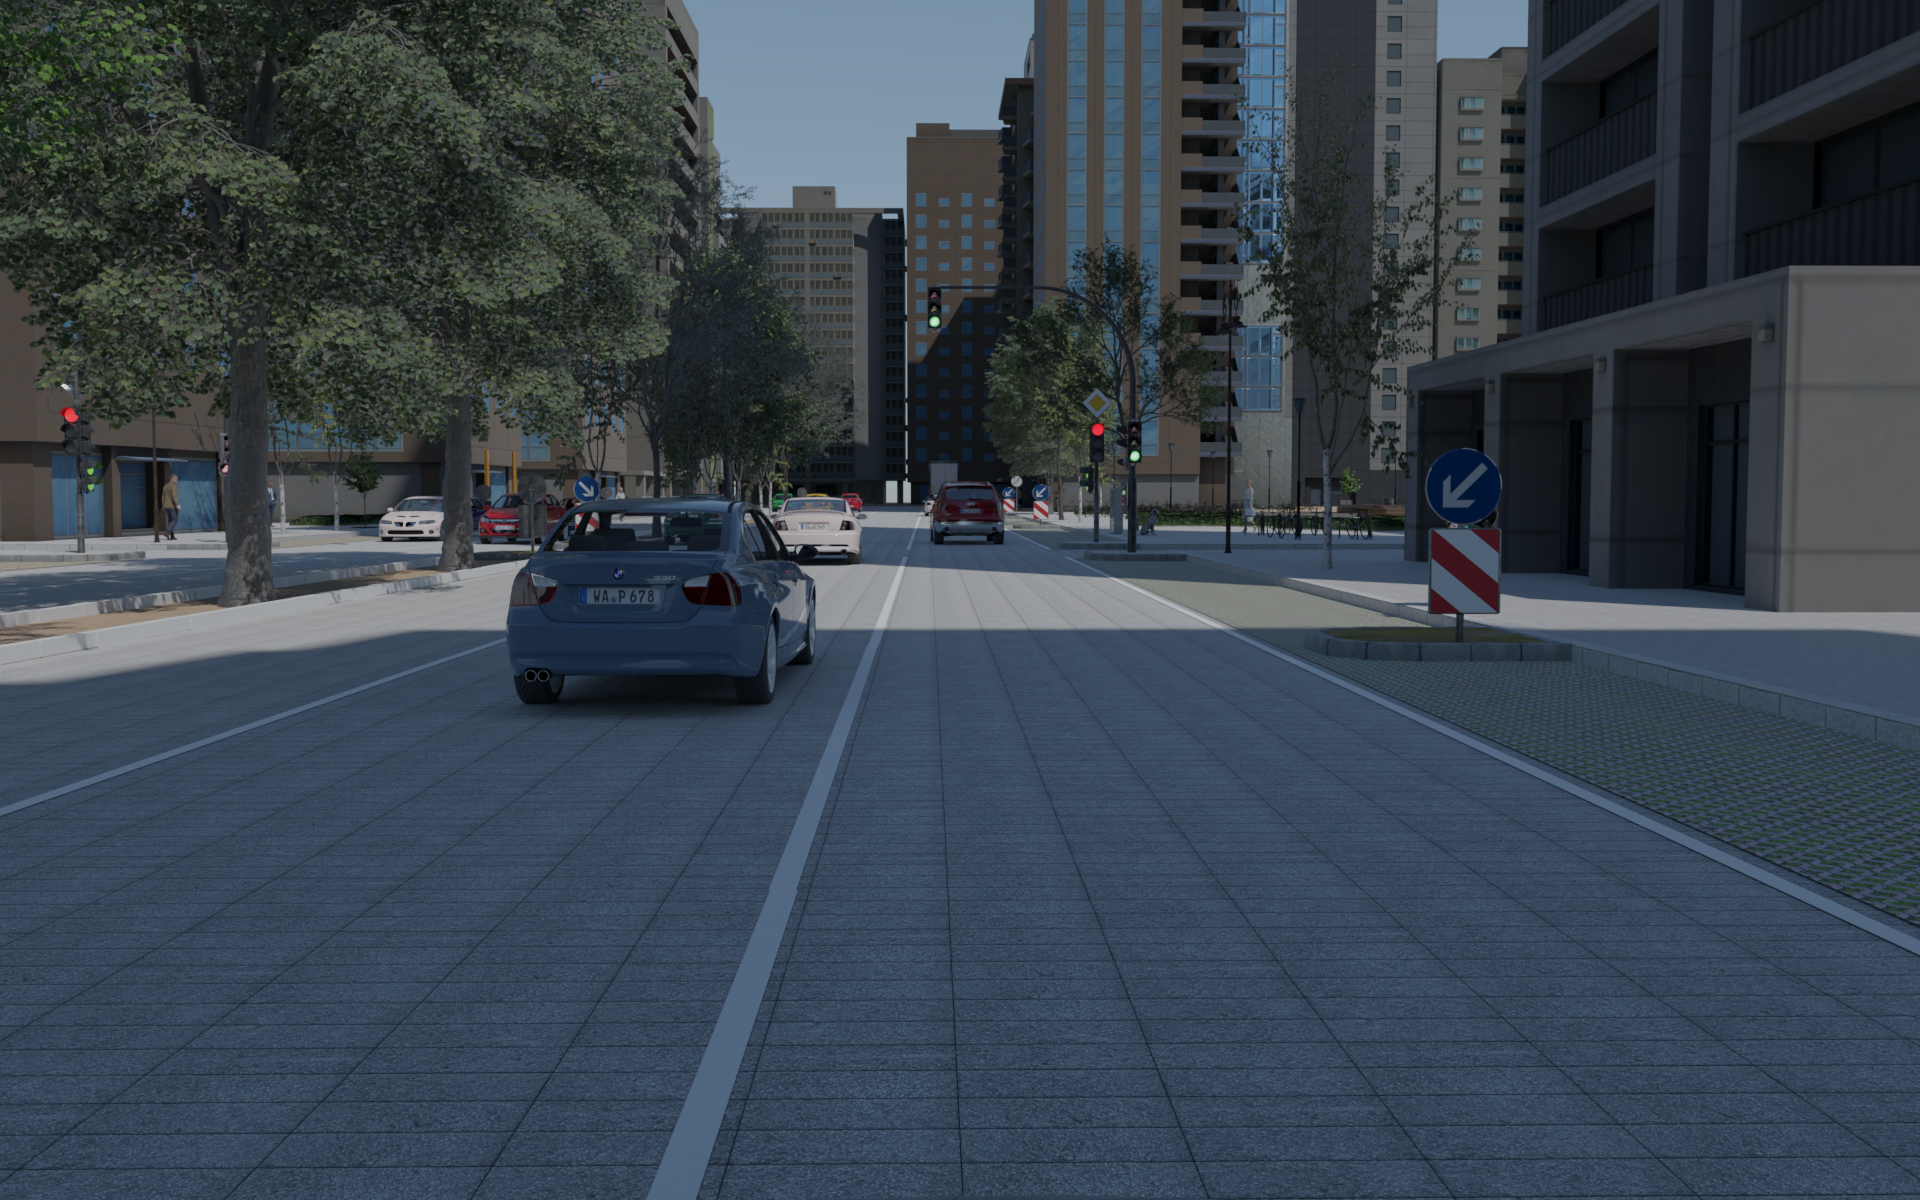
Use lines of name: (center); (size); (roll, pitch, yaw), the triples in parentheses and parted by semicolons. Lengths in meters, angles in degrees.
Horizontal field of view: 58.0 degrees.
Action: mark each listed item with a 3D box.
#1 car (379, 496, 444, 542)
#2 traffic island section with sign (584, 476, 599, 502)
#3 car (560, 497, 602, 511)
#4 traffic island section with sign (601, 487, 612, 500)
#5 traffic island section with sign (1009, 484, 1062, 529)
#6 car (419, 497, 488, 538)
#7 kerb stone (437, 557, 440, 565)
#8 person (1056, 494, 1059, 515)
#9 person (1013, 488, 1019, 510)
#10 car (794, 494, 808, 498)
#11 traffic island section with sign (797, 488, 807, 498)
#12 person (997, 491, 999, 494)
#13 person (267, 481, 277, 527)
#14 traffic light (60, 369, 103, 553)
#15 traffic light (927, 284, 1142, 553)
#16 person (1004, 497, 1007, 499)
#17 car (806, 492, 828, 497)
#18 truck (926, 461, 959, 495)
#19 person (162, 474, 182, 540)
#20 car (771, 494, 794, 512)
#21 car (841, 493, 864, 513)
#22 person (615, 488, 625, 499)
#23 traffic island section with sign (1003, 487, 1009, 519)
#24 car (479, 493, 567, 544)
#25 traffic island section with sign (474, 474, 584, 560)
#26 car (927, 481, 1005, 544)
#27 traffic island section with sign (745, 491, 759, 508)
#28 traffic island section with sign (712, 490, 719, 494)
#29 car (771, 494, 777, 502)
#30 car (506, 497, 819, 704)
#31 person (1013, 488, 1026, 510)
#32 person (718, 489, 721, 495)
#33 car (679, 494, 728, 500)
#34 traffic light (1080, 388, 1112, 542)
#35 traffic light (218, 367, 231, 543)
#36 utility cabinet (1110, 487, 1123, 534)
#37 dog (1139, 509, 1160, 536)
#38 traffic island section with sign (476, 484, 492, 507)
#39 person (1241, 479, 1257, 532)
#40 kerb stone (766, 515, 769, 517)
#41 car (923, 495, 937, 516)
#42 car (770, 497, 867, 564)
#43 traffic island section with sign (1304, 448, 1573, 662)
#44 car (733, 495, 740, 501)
car: (-16.573, -2.533, 53.782); (2.083, 1.381, 4.827); (0, 4, -2)
traffic island section with sign: (-9.677, -2.286, 45.515); (2.006, 1.907, 1.989); (0, 4, -1)
car: (-13.189, -2.903, 60.039); (1.945, 1.354, 3.894); (0, 4, -2)
traffic island section with sign: (-19.898, -5.425, 97.330); (1.989, 1.847, 2.006); (0, 4, -1)
traffic island section with sign: (3.192, -3.861, 71.758); (1.989, 1.847, 2.006); (0, 4, -1)
car: (-17.076, -2.796, 58.303); (1.945, 1.354, 3.894); (0, 4, 1)
kerb stone: (-10.551, -0.787, 35.061); (0.120, 0.150, 1.000); (0, 4, -1)
person: (6.009, -5.820, 105.483); (0.394, 1.301, 0.425); (-2, 4, -24)
person: (4.455, -7.986, 137.065); (0.568, 1.767, 0.683); (-1, 4, -18)
car: (-15.591, -10.052, 173.141); (1.959, 1.807, 4.718); (0, 4, -1)
traffic island section with sign: (-11.057, -6.881, 120.641); (2.006, 1.907, 1.989); (0, 4, -1)
person: (4.398, -11.738, 200.431); (0.705, 1.823, 1.348); (1, 4, 14)
person: (-26.947, -3.750, 67.534); (0.419, 1.800, 0.721); (2, 4, 35)
traffic light: (-19.101, -2.975, 37.566); (0.839, 4.253, 0.868); (0, 4, -1)
traffic light: (1.666, -3.862, 37.818); (4.771, 5.953, 1.251); (0, 4, -1)
person: (4.207, -9.098, 154.808); (0.705, 1.822, 1.348); (-1, 4, -11)
car: (-8.371, -5.602, 101.822); (2.015, 1.641, 3.980); (0, 4, 0)
truck: (-1.487, -9.963, 151.810); (2.839, 4.237, 11.283); (0, 4, -2)
person: (-21.876, -2.576, 48.067); (0.656, 1.842, 0.836); (0, 4, 2)
car: (-14.128, -7.976, 139.209); (1.959, 1.807, 4.718); (0, 4, -2)
car: (-8.604, -7.752, 135.791); (2.155, 1.783, 4.494); (0, 4, -2)
person: (-17.577, -4.921, 89.441); (0.515, 1.767, 0.782); (2, 4, 33)
traffic island section with sign: (2.674, -5.584, 99.931); (1.989, 1.847, 2.006); (0, 4, -1)
car: (-12.839, -2.569, 51.043); (2.155, 1.783, 4.494); (0, 4, 1)
traffic island section with sign: (-9.552, -1.833, 38.108); (2.006, 1.907, 1.989); (0, 4, -1)
car: (0.177, -2.578, 50.822); (2.281, 1.827, 5.304); (0, 4, -3)
traffic island section with sign: (-21.302, -10.138, 174.383); (1.989, 1.847, 2.006); (0, 4, -1)
traffic island section with sign: (-20.823, -8.490, 147.432); (1.989, 1.847, 2.006); (0, 4, -1)
car: (-18.587, -10.366, 179.704); (2.015, 1.641, 3.980); (0, 4, -3)
car: (-2.122, -0.067, 13.105); (2.014, 1.417, 4.499); (0, 4, 1)
person: (4.678, -7.862, 135.376); (1.217, 1.735, 0.721); (-3, 4, -38)
person: (-23.683, -10.016, 169.767); (0.705, 1.831, 1.348); (1, 4, 18)
car: (-7.448, -2.359, 50.364); (2.131, 1.459, 4.920); (0, 4, -1)
traffic light: (3.611, -3.490, 45.981); (0.839, 4.253, 0.868); (0, 4, -1)
traffic light: (-17.156, -4.340, 45.623); (4.771, 5.953, 1.251); (0, 4, -1)
utility cabinet: (5.047, -2.894, 55.995); (0.318, 1.500, 1.173); (0, 4, -2)
dog: (5.757, -2.408, 53.746); (0.800, 0.831, 0.513); (2, 4, 27)
traffic island section with sign: (-19.410, -3.771, 70.289); (1.989, 1.847, 2.006); (0, 4, -1)
person: (9.740, -3.168, 58.189); (0.624, 1.780, 0.694); (0, 4, 0)
kerb stone: (-11.891, -5.270, 108.367); (0.120, 0.150, 1.000); (0, 4, -1)
car: (-1.370, -6.133, 112.642); (2.083, 1.381, 4.827); (0, 4, -1)
car: (-3.009, -1.483, 36.603); (2.083, 1.381, 4.827); (0, 4, -3)
traffic island section with sign: (4.207, -0.430, 15.654); (1.989, 1.847, 2.006); (0, 4, -1)
car: (-18.099, -7.504, 134.692); (2.014, 1.417, 4.499); (0, 3, 0)
